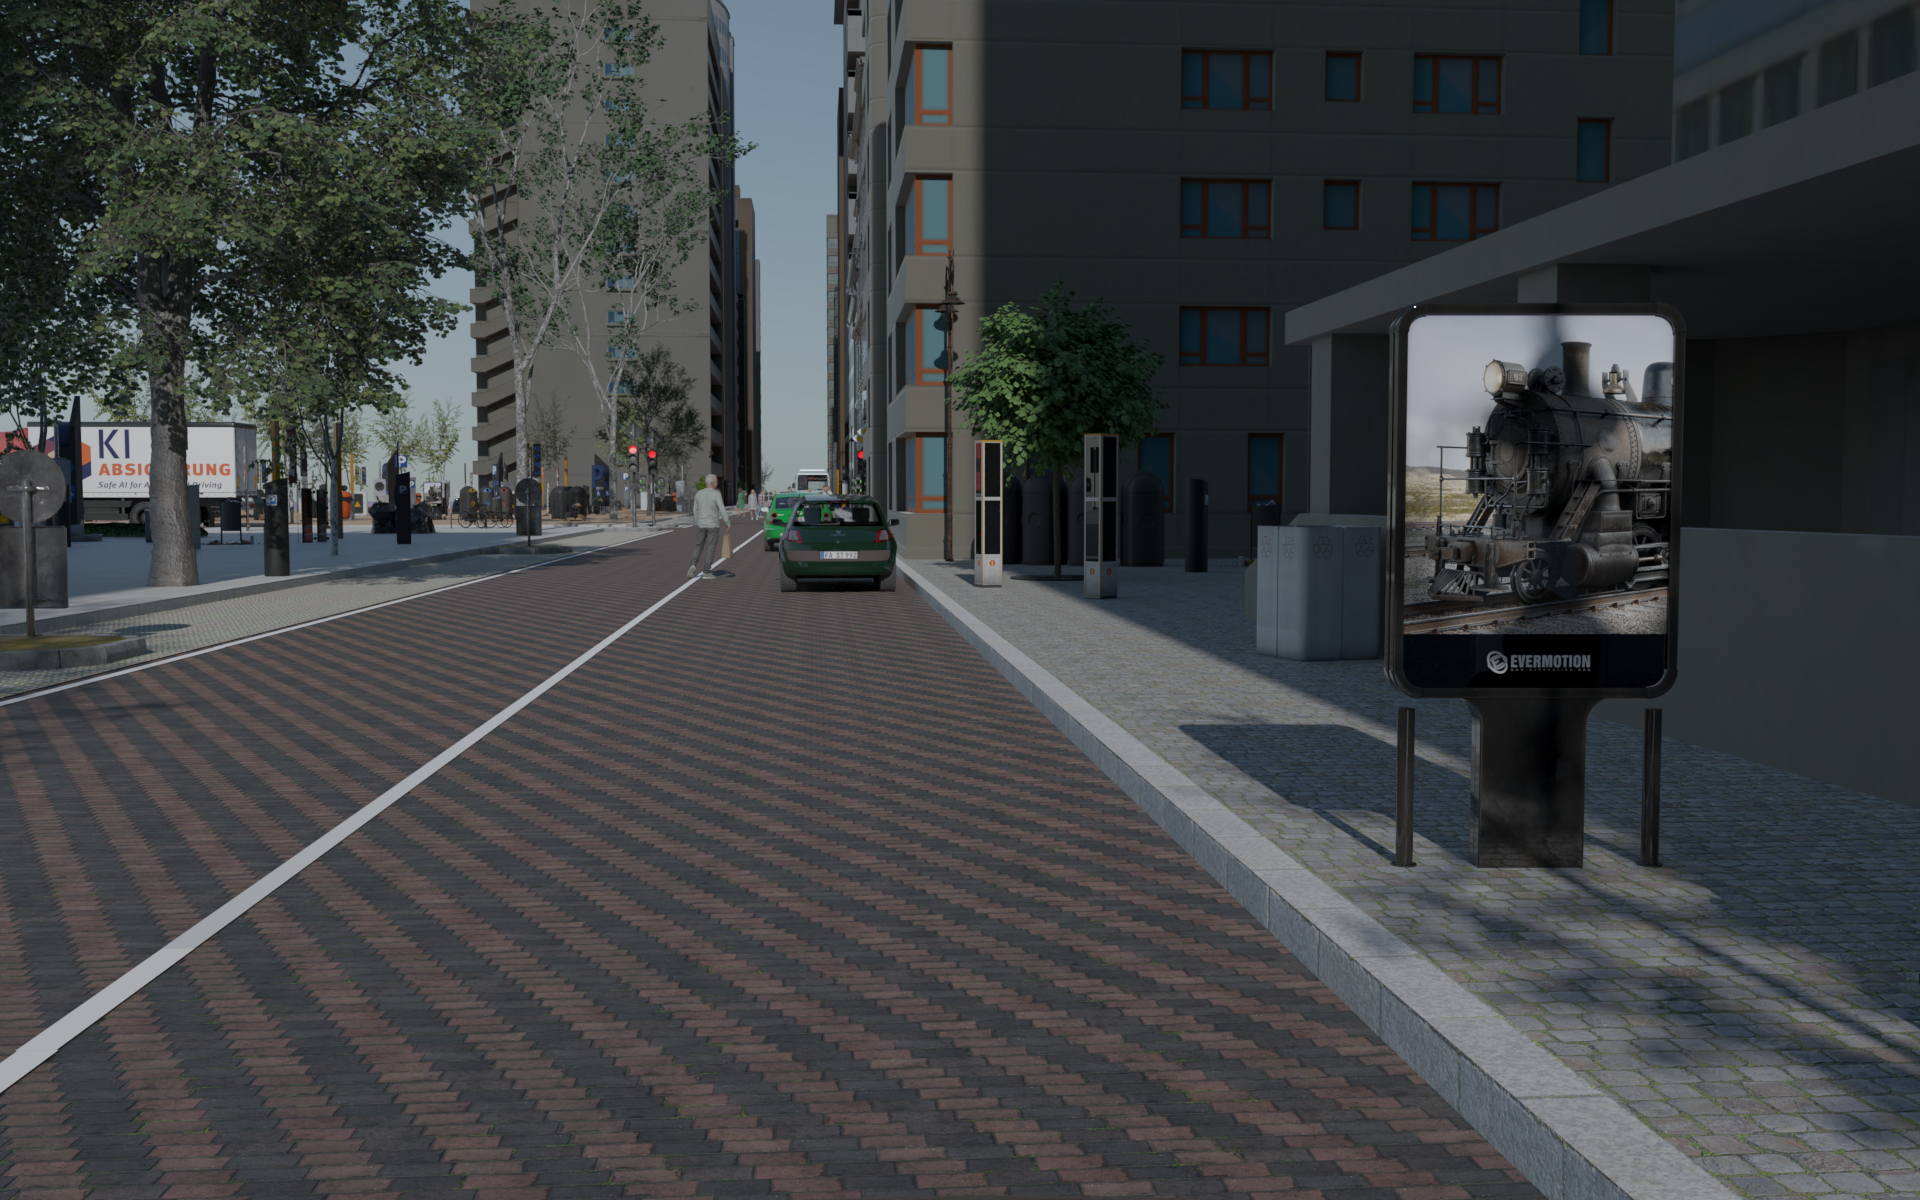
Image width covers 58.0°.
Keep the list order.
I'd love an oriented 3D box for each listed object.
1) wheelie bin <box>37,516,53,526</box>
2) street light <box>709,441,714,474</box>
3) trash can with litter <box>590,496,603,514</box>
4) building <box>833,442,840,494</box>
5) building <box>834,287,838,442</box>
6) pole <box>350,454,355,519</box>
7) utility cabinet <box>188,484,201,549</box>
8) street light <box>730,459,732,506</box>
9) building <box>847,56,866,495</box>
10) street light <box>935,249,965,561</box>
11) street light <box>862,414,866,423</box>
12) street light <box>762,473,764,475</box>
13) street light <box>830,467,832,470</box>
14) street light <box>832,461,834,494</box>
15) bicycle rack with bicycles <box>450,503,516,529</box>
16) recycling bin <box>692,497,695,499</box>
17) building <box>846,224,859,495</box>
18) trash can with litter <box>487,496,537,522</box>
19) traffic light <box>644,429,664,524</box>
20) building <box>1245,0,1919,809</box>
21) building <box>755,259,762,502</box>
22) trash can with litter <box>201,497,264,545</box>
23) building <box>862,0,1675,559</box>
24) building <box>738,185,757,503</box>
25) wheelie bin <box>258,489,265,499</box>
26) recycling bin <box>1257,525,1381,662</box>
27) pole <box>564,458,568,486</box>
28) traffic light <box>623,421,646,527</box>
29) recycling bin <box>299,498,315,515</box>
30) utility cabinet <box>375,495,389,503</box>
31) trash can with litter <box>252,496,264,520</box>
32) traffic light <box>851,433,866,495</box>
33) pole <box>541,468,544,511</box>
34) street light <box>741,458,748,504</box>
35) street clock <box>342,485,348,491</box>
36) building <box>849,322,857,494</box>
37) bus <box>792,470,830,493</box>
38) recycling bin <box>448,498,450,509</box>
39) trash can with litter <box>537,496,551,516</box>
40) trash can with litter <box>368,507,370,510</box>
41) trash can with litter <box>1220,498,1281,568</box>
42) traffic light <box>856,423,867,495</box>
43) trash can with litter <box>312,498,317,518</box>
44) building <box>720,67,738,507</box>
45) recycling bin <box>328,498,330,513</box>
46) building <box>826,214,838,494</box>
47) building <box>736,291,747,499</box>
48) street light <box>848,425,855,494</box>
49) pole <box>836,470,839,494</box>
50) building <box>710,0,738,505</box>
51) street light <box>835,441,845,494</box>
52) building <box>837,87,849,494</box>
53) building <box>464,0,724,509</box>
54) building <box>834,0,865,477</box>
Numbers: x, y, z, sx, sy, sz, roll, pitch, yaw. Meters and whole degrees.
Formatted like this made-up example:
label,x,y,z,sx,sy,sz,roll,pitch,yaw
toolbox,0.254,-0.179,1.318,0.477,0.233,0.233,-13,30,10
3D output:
label,x,y,z,sx,sy,sz,roll,pitch,yaw
wheelie bin,-25.388,-2.456,48.066,0.980,1.594,0.693,0,4,-4
street light,-21.713,-10.925,151.406,0.468,5.910,1.993,0,4,-5
trash can with litter,-23.854,-6.209,112.897,0.624,1.170,1.055,3,5,40
building,-4.138,-54.863,209.685,22.319,86.520,31.000,0,4,-5
building,-10.541,-28.745,241.687,14.160,30.474,14.107,0,4,-5
pole,-30.952,-5.771,88.201,0.158,3.312,0.155,0,3,0
utility cabinet,-17.921,-1.901,39.760,1.173,1.500,0.318,2,4,35
street light,-24.526,-12.995,185.249,0.468,5.910,1.993,0,4,-5
building,0.175,-18.352,97.326,12.463,27.353,25.104,0,4,-5
street light,-0.196,-3.680,32.952,0.468,5.910,1.993,0,4,-5
street light,-4.382,-6.659,81.660,0.468,5.910,1.993,0,4,-5
street light,-34.475,-20.189,302.880,0.468,5.910,1.993,0,4,-5
street light,-16.503,-15.472,225.750,0.468,5.910,1.993,0,4,-5
street light,-13.654,-13.373,191.434,0.468,5.910,1.993,0,4,-5
bicycle rack with bicycles,-17.835,-3.159,65.037,2.925,0.926,2.852,2,4,30
recycling bin,-21.366,-7.718,138.746,0.722,1.027,0.722,-1,4,-10
building,-1.140,-17.138,122.003,13.314,21.916,24.055,0,4,-5
trash can with litter,-21.192,-4.263,80.758,2.233,1.210,1.678,-2,4,-29
traffic light,-13.165,-5.229,74.408,0.839,4.253,0.868,0,4,-5
building,19.608,-19.537,11.309,32.217,40.220,23.993,0,4,-5
building,-40.890,-37.255,292.713,14.154,41.232,14.086,0,4,-5
trash can with litter,-18.875,-2.018,44.044,2.233,1.210,1.678,0,4,3
building,11.495,-12.464,48.831,27.650,21.520,28.899,0,4,-5
building,-37.083,-36.933,253.959,14.600,45.320,14.200,0,4,-5
wheelie bin,-46.330,-6.517,114.458,0.693,1.594,0.980,1,4,19
recycling bin,2.820,-0.067,13.652,0.722,1.027,0.722,-1,4,-20
pole,-21.948,-6.283,96.564,0.158,3.312,0.155,0,3,0
traffic light,-12.493,-4.742,66.451,0.839,4.253,0.868,0,4,-5
recycling bin,-40.791,-5.849,108.183,0.722,1.027,0.722,1,4,16
utility cabinet,-31.990,-5.177,95.809,1.020,1.237,0.306,3,5,43
trash can with litter,-34.068,-4.470,84.475,1.055,1.170,0.624,3,5,44
traffic light,-4.286,-5.275,75.171,0.839,4.253,0.868,0,4,-5
pole,-32.295,-8.573,134.015,0.158,3.312,0.155,0,3,0
street light,-27.591,-15.122,220.039,0.468,5.910,1.993,0,4,-5
street clock,-49.614,-8.259,139.596,0.471,2.002,0.358,0,4,-1
building,-3.738,-17.589,142.324,10.420,20.320,16.860,0,4,-5
bus,-11.760,-8.686,136.871,2.948,3.499,13.247,0,4,-6
recycling bin,-43.090,-8.091,144.838,0.722,1.027,0.722,-2,4,-35
trash can with litter,-24.724,-5.565,102.051,1.678,1.210,2.233,2,4,25
trash can with litter,-47.341,-7.739,137.921,1.055,1.170,0.624,1,4,23
trash can with litter,5.774,-1.192,30.548,2.233,1.210,1.678,1,4,16
traffic light,-3.614,-4.789,67.215,0.839,4.253,0.868,0,4,-5
trash can with litter,-34.049,-4.913,91.716,1.055,1.170,0.624,-1,4,-8
building,-30.931,-32.311,178.394,14.600,45.320,14.200,0,4,-5
recycling bin,-42.714,-6.394,117.092,0.722,1.027,0.722,-3,4,-38
building,-12.576,-34.967,255.308,14.154,41.232,14.086,0,4,-5
building,-36.895,-28.592,239.176,14.160,30.474,14.107,0,4,-5
street light,-7.238,-8.753,115.905,0.468,5.910,1.993,0,4,-5
pole,-10.278,-9.273,145.459,0.158,3.312,0.155,0,3,0
building,-36.921,-40.167,198.729,21.231,58.520,28.212,0,4,-5
street light,-10.891,-11.303,157.587,0.468,5.910,1.993,0,4,-5
building,-6.257,-32.906,188.126,14.600,45.320,14.200,0,4,-5
building,-33.231,-32.768,159.455,21.300,48.544,21.600,0,4,-5
building,2.415,-35.381,167.716,28.713,52.752,27.495,0,4,-5
